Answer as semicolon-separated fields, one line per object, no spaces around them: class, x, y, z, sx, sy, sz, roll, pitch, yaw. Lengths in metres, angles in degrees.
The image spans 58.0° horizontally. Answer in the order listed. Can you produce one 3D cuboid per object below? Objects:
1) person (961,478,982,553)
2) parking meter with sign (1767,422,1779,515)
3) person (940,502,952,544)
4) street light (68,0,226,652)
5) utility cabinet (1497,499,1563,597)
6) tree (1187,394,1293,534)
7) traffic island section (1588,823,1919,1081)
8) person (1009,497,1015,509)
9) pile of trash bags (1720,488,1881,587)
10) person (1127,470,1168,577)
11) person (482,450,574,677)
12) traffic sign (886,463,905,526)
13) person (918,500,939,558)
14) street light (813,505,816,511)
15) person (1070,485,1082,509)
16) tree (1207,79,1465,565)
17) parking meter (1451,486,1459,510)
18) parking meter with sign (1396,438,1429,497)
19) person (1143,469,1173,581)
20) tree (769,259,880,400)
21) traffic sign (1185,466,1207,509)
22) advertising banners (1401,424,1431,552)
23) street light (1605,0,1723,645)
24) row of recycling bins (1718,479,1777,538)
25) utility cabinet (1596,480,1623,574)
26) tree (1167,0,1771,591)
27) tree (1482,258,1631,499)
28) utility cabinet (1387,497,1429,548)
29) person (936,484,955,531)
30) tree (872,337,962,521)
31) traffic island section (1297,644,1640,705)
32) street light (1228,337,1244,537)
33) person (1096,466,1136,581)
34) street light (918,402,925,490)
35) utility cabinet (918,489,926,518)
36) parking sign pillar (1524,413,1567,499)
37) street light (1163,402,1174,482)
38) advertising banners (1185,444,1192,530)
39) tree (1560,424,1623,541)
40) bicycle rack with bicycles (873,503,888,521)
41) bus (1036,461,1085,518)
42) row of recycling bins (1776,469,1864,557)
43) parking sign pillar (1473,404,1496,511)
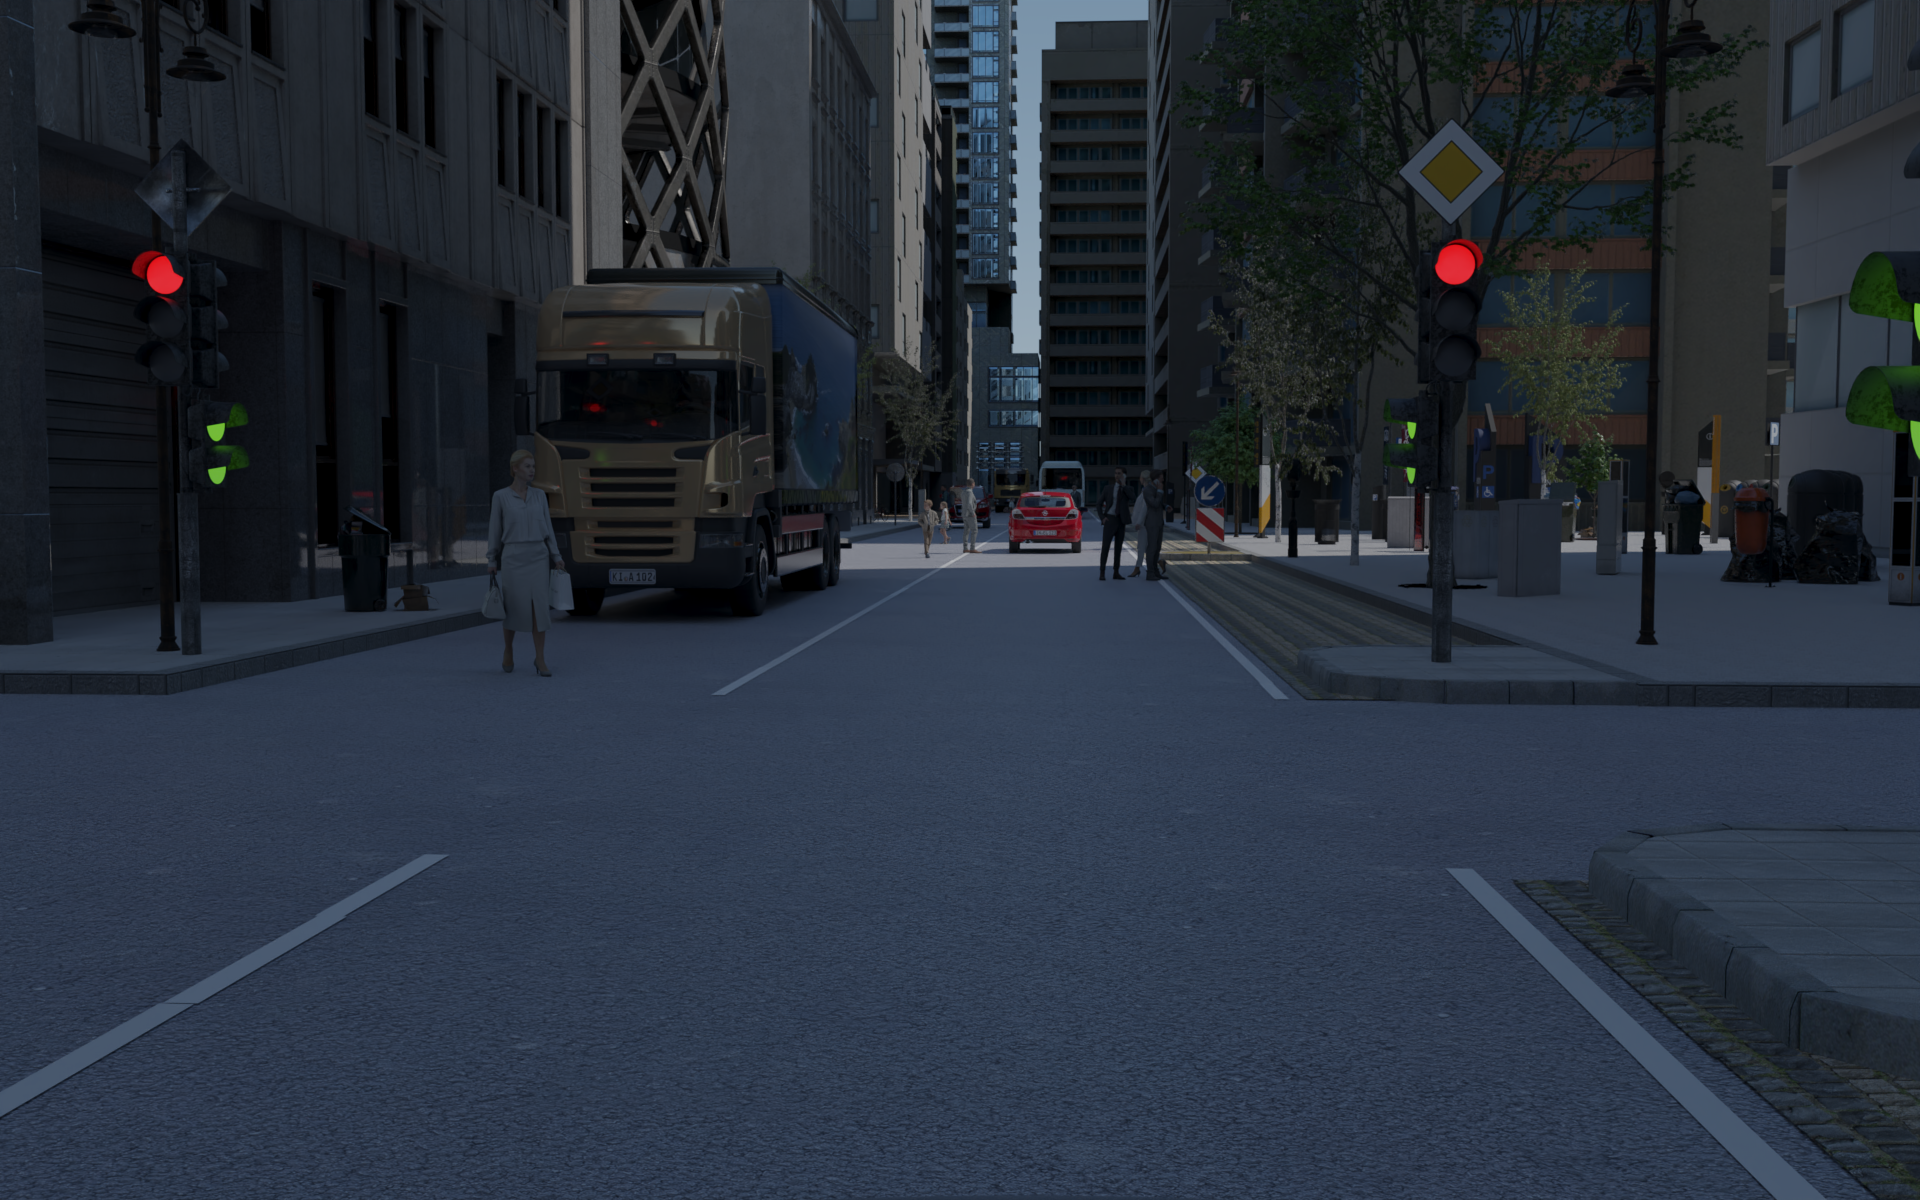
person;0.226;-2.039;41.939;0.391;1.810;0.635;-2;4;-28
parking meter with sign;20.379;-2.777;41.669;1.738;3.016;0.543;3;5;44
person;-0.383;-2.197;49.436;0.382;1.210;0.505;0;4;-8
street light;-6.482;-2.521;14.004;0.468;5.910;1.993;0;4;4
utility cabinet;7.206;-0.657;21.908;1.020;1.237;0.306;-3;5;-40
tree;9.136;-4.412;55.846;4.285;4.588;4.351;0;3;0
traffic island section;3.191;1.040;5.271;2.009;0.180;2.903;0;4;4
person;2.611;-4.501;86.369;0.394;1.301;0.425;-3;4;-36
pile of trash bags;11.957;-0.935;25.037;1.912;1.369;3.447;3;5;43
person;3.263;-1.319;29.948;0.818;1.842;0.514;-1;4;-16
person;-3.444;-0.300;13.764;0.694;1.780;0.624;-1;4;-18
traffic sign;-2.630;-4.300;70.417;0.768;2.556;0.104;0;4;4
person;-0.703;-1.595;38.844;0.475;1.303;0.640;-1;4;-18
street light;-4.267;-4.770;50.782;0.468;5.910;1.993;0;4;4
person;4.735;-3.883;72.168;0.661;1.801;0.590;3;5;44
tree;6.989;-4.940;31.131;4.360;8.622;3.978;0;3;0
parking meter;15.516;-2.822;54.547;0.372;1.533;0.369;0;3;0
parking meter with sign;14.281;-3.525;53.896;1.738;3.016;0.543;-3;5;-42
person;3.300;-1.250;28.744;0.447;1.846;0.655;2;4;24
tree;-4.969;-6.392;54.867;4.737;8.622;4.395;0;3;0
traffic sign;8.571;-3.778;62.963;0.795;2.450;0.064;1;4;10
advertising banners;10.307;-2.604;38.769;0.090;3.025;2.074;-1;4;-10
street light;5.867;-2.558;14.614;0.468;5.910;1.993;0;4;4
row of recycling bins;22.926;-2.618;49.923;1.069;1.692;3.534;0;4;0
utility cabinet;10.455;-1.176;27.899;0.318;1.500;1.173;2;4;25
tree;6.667;-5.974;23.430;9.928;11.665;9.643;0;3;0
tree;18.481;-6.337;53.967;4.737;8.622;4.395;0;3;0
utility cabinet;10.694;-1.837;41.190;1.020;1.237;0.306;1;4;16
person;-0.597;-3.545;66.452;0.713;1.824;0.794;2;4;24
tree;-2.119;-8.021;81.506;4.360;8.622;3.978;0;3;0
traffic island section;3.701;0.553;13.240;2.009;0.180;2.903;0;4;4
street light;8.184;-4.792;51.133;0.468;5.910;1.993;0;4;4
person;2.612;-1.288;28.917;0.648;1.900;0.474;-1;4;-10
street light;-1.929;-7.009;87.377;0.468;5.910;1.993;0;4;4
utility cabinet;-1.775;-4.394;80.520;0.318;1.500;1.173;0;4;1
parking sign pillar;19.442;-4.224;57.534;1.447;3.967;1.447;0;4;-8
street light;10.504;-7.008;87.371;0.468;5.910;1.993;0;4;4
advertising banners;8.150;-4.004;61.650;0.090;3.025;2.074;0;4;3
tree;17.501;-3.273;48.122;1.663;3.219;1.824;0;3;0
bicycle rack with bicycles;-4.993;-4.168;81.536;2.852;0.926;2.925;-2;4;-28
bus;6.004;-6.666;103.842;2.948;3.499;13.247;0;4;2
row of recycling bins;15.029;-1.399;29.987;1.069;1.692;3.534;2;4;33
parking sign pillar;15.464;-3.825;51.013;1.447;3.967;1.447;1;4;8
